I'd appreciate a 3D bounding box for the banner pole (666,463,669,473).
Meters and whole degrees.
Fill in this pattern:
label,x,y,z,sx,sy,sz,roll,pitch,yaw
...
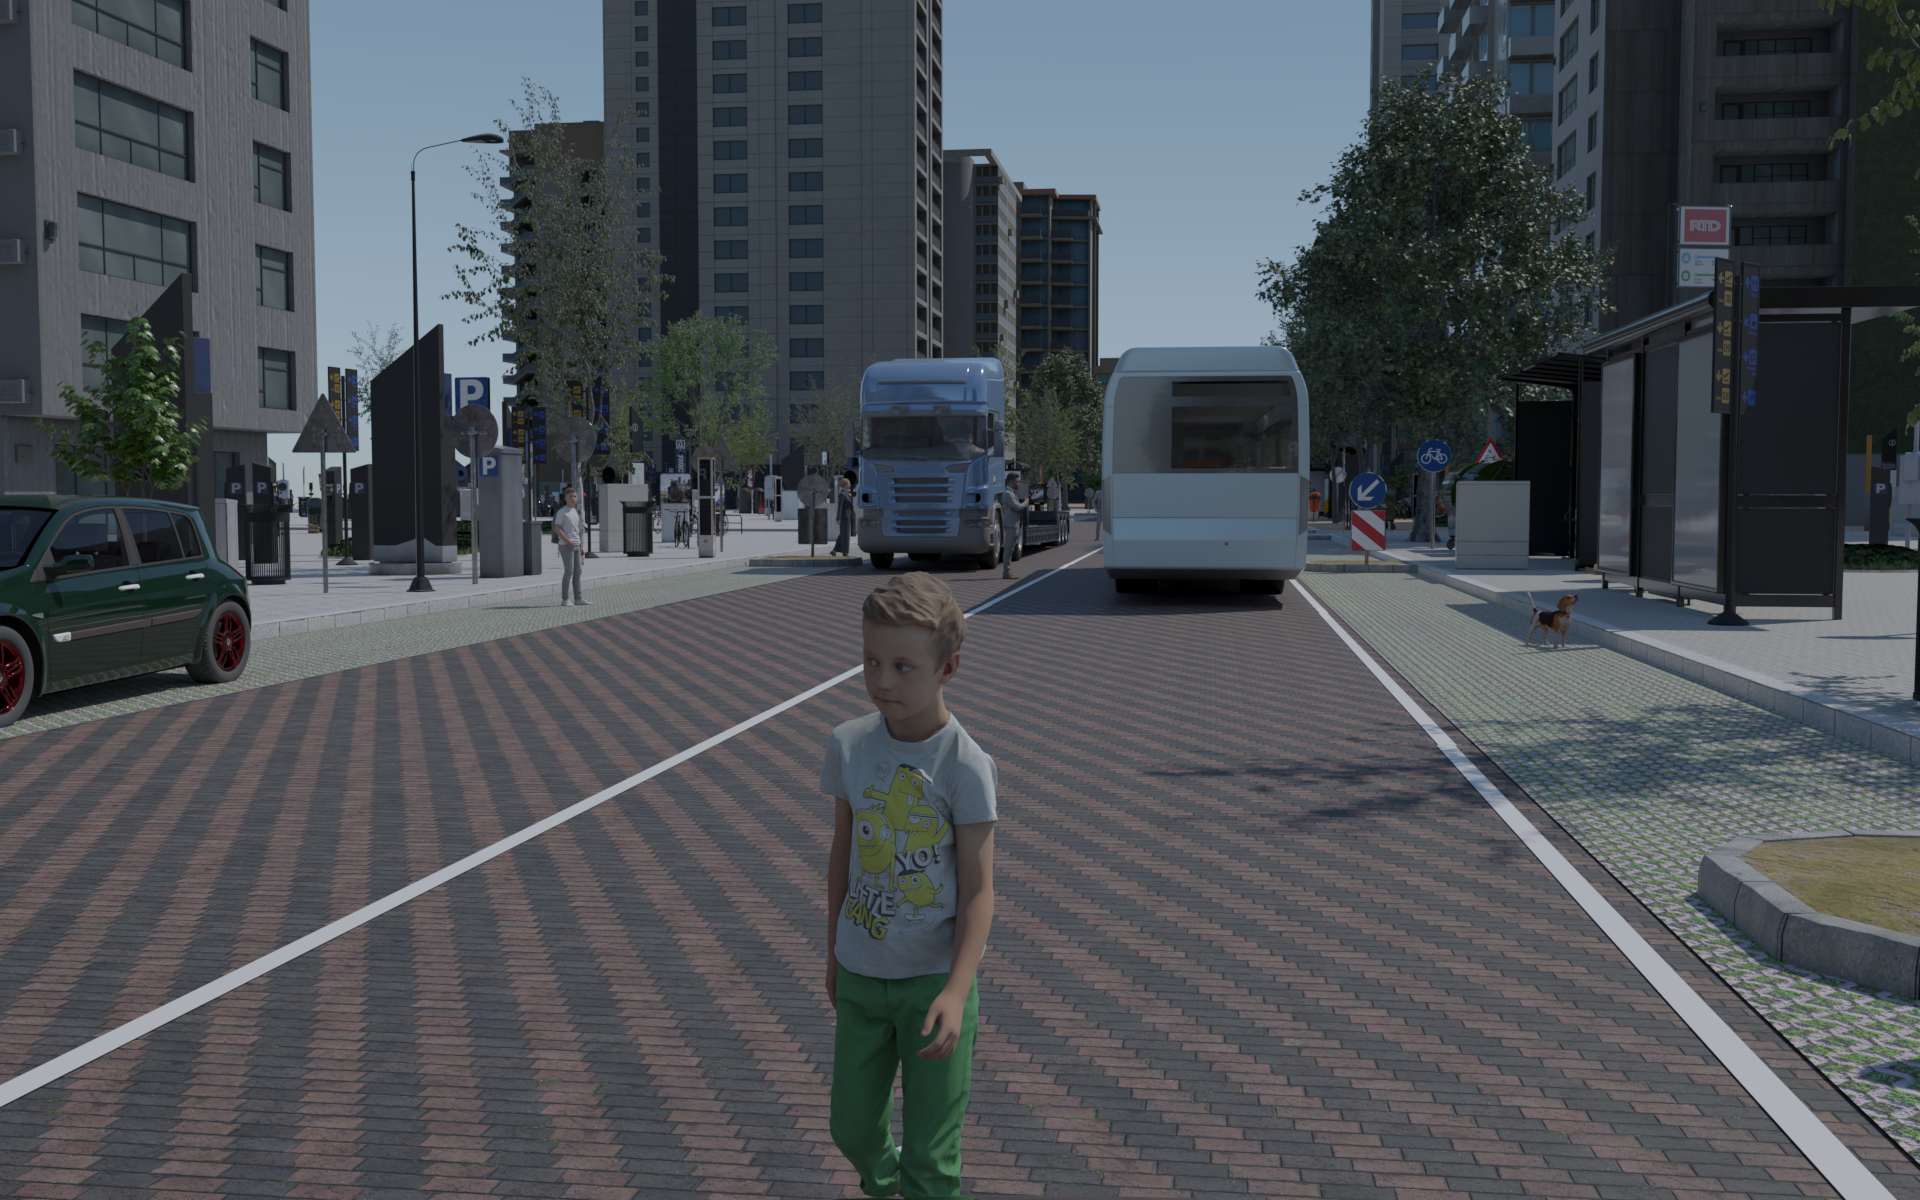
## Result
label,x,y,z,sx,sy,sz,roll,pitch,yaw
banner pole,-23.113,-9.038,137.785,0.863,3.779,0.401,-2,4,-33

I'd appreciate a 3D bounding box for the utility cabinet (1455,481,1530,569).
label,x,y,z,sx,sy,sz,roll,pitch,yaw
utility cabinet,9.059,-1.273,29.489,1.173,1.500,0.318,1,4,11

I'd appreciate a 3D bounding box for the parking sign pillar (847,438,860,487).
label,x,y,z,sx,sy,sz,roll,pitch,yaw
parking sign pillar,-4.490,-5.465,77.831,1.447,3.967,1.447,3,5,43

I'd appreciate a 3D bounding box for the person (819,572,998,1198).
label,x,y,z,sx,sy,sz,roll,pitch,yaw
person,-0.088,0.599,2.954,0.306,1.304,0.590,0,4,2

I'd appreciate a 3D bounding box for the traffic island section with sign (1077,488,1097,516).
label,x,y,z,sx,sy,sz,roll,pitch,yaw
traffic island section with sign,8.672,-6.533,115.436,1.989,1.847,2.006,1,4,8

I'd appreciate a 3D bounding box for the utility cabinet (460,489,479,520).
label,x,y,z,sx,sy,sz,roll,pitch,yaw
utility cabinet,-22.239,-4.273,78.548,1.173,1.500,0.318,3,5,44

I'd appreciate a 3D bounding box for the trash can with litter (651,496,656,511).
label,x,y,z,sx,sy,sz,roll,pitch,yaw
trash can with litter,-22.664,-7.025,126.239,1.055,1.170,0.624,0,4,7

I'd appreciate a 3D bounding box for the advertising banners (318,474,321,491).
label,x,y,z,sx,sy,sz,roll,pitch,yaw
advertising banners,-53.950,-9.314,148.475,2.074,3.025,0.090,0,4,-3

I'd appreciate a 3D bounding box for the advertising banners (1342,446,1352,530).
label,x,y,z,sx,sy,sz,roll,pitch,yaw
advertising banners,13.979,-4.060,62.572,0.090,3.025,2.074,0,4,5

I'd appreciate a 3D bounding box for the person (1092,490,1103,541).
label,x,y,z,sx,sy,sz,roll,pitch,yaw
person,4.415,-2.742,53.433,0.635,1.810,0.391,-1,4,-15

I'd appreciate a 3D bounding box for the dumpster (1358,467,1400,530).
label,x,y,z,sx,sy,sz,roll,pitch,yaw
dumpster,15.039,-3.677,62.609,1.502,2.255,1.985,0,4,8

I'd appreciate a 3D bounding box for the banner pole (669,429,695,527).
label,x,y,z,sx,sy,sz,roll,pitch,yaw
banner pole,-10.579,-4.683,66.578,0.863,3.779,0.401,-2,4,-33

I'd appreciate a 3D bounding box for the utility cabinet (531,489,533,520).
label,x,y,z,sx,sy,sz,roll,pitch,yaw
utility cabinet,-19.331,-4.108,75.840,1.173,1.500,0.318,0,4,-7

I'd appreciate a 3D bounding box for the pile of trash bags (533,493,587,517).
label,x,y,z,sx,sy,sz,roll,pitch,yaw
pile of trash bags,-22.518,-5.300,96.409,3.447,1.369,1.912,-1,4,-20

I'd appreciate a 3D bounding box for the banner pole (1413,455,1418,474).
label,x,y,z,sx,sy,sz,roll,pitch,yaw
banner pole,29.553,-7.480,112.319,0.863,3.779,0.401,-2,4,-35

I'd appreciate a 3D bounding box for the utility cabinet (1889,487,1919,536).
label,x,y,z,sx,sy,sz,roll,pitch,yaw
utility cabinet,28.702,-2.669,52.318,0.318,1.500,1.173,-1,4,-21

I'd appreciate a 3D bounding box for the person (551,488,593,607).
label,x,y,z,sx,sy,sz,roll,pitch,yaw
person,-4.939,-0.668,22.025,0.523,1.515,0.503,-1,4,-11

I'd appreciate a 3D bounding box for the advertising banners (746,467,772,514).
label,x,y,z,sx,sy,sz,roll,pitch,yaw
advertising banners,-12.622,-6.979,110.300,2.074,3.025,0.090,0,4,4

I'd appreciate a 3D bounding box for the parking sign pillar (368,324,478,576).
label,x,y,z,sx,sy,sz,roll,pitch,yaw
parking sign pillar,-8.791,-2.409,27.854,1.447,3.967,1.447,1,4,18

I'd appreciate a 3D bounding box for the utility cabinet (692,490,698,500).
label,x,y,z,sx,sy,sz,roll,pitch,yaw
utility cabinet,-14.089,-5.113,92.283,1.173,1.500,0.318,1,4,11

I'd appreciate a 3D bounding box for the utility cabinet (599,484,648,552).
label,x,y,z,sx,sy,sz,roll,pitch,yaw
utility cabinet,-7.455,-1.816,38.367,0.318,1.500,1.173,3,4,38

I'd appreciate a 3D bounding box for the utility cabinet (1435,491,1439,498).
label,x,y,z,sx,sy,sz,roll,pitch,yaw
utility cabinet,31.653,-6.548,115.741,0.318,1.500,1.173,0,4,-2

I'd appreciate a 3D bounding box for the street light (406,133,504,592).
label,x,y,z,sx,sy,sz,roll,pitch,yaw
street light,-6.560,-3.057,22.529,1.470,5.913,1.316,1,4,8

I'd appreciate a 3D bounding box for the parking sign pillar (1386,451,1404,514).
label,x,y,z,sx,sy,sz,roll,pitch,yaw
parking sign pillar,26.910,-7.277,107.452,1.447,3.967,1.447,-3,4,-37

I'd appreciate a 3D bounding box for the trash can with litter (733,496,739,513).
label,x,y,z,sx,sy,sz,roll,pitch,yaw
trash can with litter,-14.807,-6.641,119.634,2.233,1.210,1.678,-2,4,-26

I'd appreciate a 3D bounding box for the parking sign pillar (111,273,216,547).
label,x,y,z,sx,sy,sz,roll,pitch,yaw
parking sign pillar,-9.953,-2.028,21.637,1.447,3.967,1.447,2,4,26

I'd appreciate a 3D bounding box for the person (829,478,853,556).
label,x,y,z,sx,sy,sz,roll,pitch,yaw
person,-2.579,-1.776,37.958,0.534,1.772,0.576,-1,4,-15

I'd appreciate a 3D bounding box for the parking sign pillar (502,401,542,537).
label,x,y,z,sx,sy,sz,roll,pitch,yaw
parking sign pillar,-13.099,-3.831,51.108,1.447,3.967,1.447,0,4,2

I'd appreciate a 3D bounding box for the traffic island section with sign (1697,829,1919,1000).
label,x,y,z,sx,sy,sz,roll,pitch,yaw
traffic island section with sign,3.540,0.190,5.529,1.989,1.847,2.006,1,4,8

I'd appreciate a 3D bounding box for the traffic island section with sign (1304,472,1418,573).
label,x,y,z,sx,sy,sz,roll,pitch,yaw
traffic island section with sign,7.405,-1.442,32.207,1.989,1.847,2.006,1,4,8

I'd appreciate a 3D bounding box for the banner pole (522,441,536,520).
label,x,y,z,sx,sy,sz,roll,pitch,yaw
banner pole,-17.825,-5.027,72.216,0.401,3.779,0.863,-3,4,-39

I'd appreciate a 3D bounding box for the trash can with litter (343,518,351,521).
label,x,y,z,sx,sy,sz,roll,pitch,yaw
trash can with litter,-29.329,-4.356,82.276,2.233,1.210,1.678,0,4,4

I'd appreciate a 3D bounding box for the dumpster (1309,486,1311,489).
label,x,y,z,sx,sy,sz,roll,pitch,yaw
dumpster,18.056,-5.280,92.087,1.264,1.857,1.865,0,4,8

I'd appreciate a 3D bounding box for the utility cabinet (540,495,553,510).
label,x,y,z,sx,sy,sz,roll,pitch,yaw
utility cabinet,-30.565,-7.155,128.152,0.306,1.237,1.020,2,4,30

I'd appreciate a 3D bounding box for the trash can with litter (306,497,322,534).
label,x,y,z,sx,sy,sz,roll,pitch,yaw
trash can with litter,-21.038,-2.766,56.618,0.624,1.170,1.055,-1,4,-17

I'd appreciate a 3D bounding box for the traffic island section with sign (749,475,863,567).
label,x,y,z,sx,sy,sz,roll,pitch,yaw
traffic island section with sign,-3.015,-1.593,34.666,1.989,1.847,2.006,1,4,8

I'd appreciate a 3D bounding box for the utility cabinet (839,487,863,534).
label,x,y,z,sx,sy,sz,roll,pitch,yaw
utility cabinet,-3.266,-2.799,54.438,1.173,1.500,0.318,3,5,41

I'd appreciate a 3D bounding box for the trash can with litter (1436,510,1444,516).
label,x,y,z,sx,sy,sz,roll,pitch,yaw
trash can with litter,28.117,-5.531,101.489,2.233,1.210,1.678,-1,4,-21

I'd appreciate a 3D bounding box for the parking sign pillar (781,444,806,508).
label,x,y,z,sx,sy,sz,roll,pitch,yaw
parking sign pillar,-8.898,-6.378,92.757,1.447,3.967,1.447,1,4,13

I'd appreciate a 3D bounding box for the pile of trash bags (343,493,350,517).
label,x,y,z,sx,sy,sz,roll,pitch,yaw
pile of trash bags,-31.807,-4.993,91.381,3.447,1.369,1.912,1,4,10

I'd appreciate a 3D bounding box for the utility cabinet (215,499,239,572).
label,x,y,z,sx,sy,sz,roll,pitch,yaw
utility cabinet,-10.493,-0.778,23.878,1.020,1.237,0.306,0,4,8

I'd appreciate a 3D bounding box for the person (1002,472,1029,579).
label,x,y,z,sx,sy,sz,roll,pitch,yaw
person,0.933,-1.259,29.265,0.466,1.800,0.511,0,4,-5

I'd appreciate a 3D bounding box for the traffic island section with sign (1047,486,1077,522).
label,x,y,z,sx,sy,sz,roll,pitch,yaw
traffic island section with sign,4.802,-4.901,88.759,1.989,1.847,2.006,1,4,8

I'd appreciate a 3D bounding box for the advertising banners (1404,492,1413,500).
label,x,y,z,sx,sy,sz,roll,pitch,yaw
advertising banners,32.619,-7.843,124.422,2.074,3.025,0.090,-2,4,-30

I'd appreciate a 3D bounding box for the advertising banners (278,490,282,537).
label,x,y,z,sx,sy,sz,roll,pitch,yaw
advertising banners,-21.086,-3.380,51.454,0.090,3.025,2.074,2,4,34
